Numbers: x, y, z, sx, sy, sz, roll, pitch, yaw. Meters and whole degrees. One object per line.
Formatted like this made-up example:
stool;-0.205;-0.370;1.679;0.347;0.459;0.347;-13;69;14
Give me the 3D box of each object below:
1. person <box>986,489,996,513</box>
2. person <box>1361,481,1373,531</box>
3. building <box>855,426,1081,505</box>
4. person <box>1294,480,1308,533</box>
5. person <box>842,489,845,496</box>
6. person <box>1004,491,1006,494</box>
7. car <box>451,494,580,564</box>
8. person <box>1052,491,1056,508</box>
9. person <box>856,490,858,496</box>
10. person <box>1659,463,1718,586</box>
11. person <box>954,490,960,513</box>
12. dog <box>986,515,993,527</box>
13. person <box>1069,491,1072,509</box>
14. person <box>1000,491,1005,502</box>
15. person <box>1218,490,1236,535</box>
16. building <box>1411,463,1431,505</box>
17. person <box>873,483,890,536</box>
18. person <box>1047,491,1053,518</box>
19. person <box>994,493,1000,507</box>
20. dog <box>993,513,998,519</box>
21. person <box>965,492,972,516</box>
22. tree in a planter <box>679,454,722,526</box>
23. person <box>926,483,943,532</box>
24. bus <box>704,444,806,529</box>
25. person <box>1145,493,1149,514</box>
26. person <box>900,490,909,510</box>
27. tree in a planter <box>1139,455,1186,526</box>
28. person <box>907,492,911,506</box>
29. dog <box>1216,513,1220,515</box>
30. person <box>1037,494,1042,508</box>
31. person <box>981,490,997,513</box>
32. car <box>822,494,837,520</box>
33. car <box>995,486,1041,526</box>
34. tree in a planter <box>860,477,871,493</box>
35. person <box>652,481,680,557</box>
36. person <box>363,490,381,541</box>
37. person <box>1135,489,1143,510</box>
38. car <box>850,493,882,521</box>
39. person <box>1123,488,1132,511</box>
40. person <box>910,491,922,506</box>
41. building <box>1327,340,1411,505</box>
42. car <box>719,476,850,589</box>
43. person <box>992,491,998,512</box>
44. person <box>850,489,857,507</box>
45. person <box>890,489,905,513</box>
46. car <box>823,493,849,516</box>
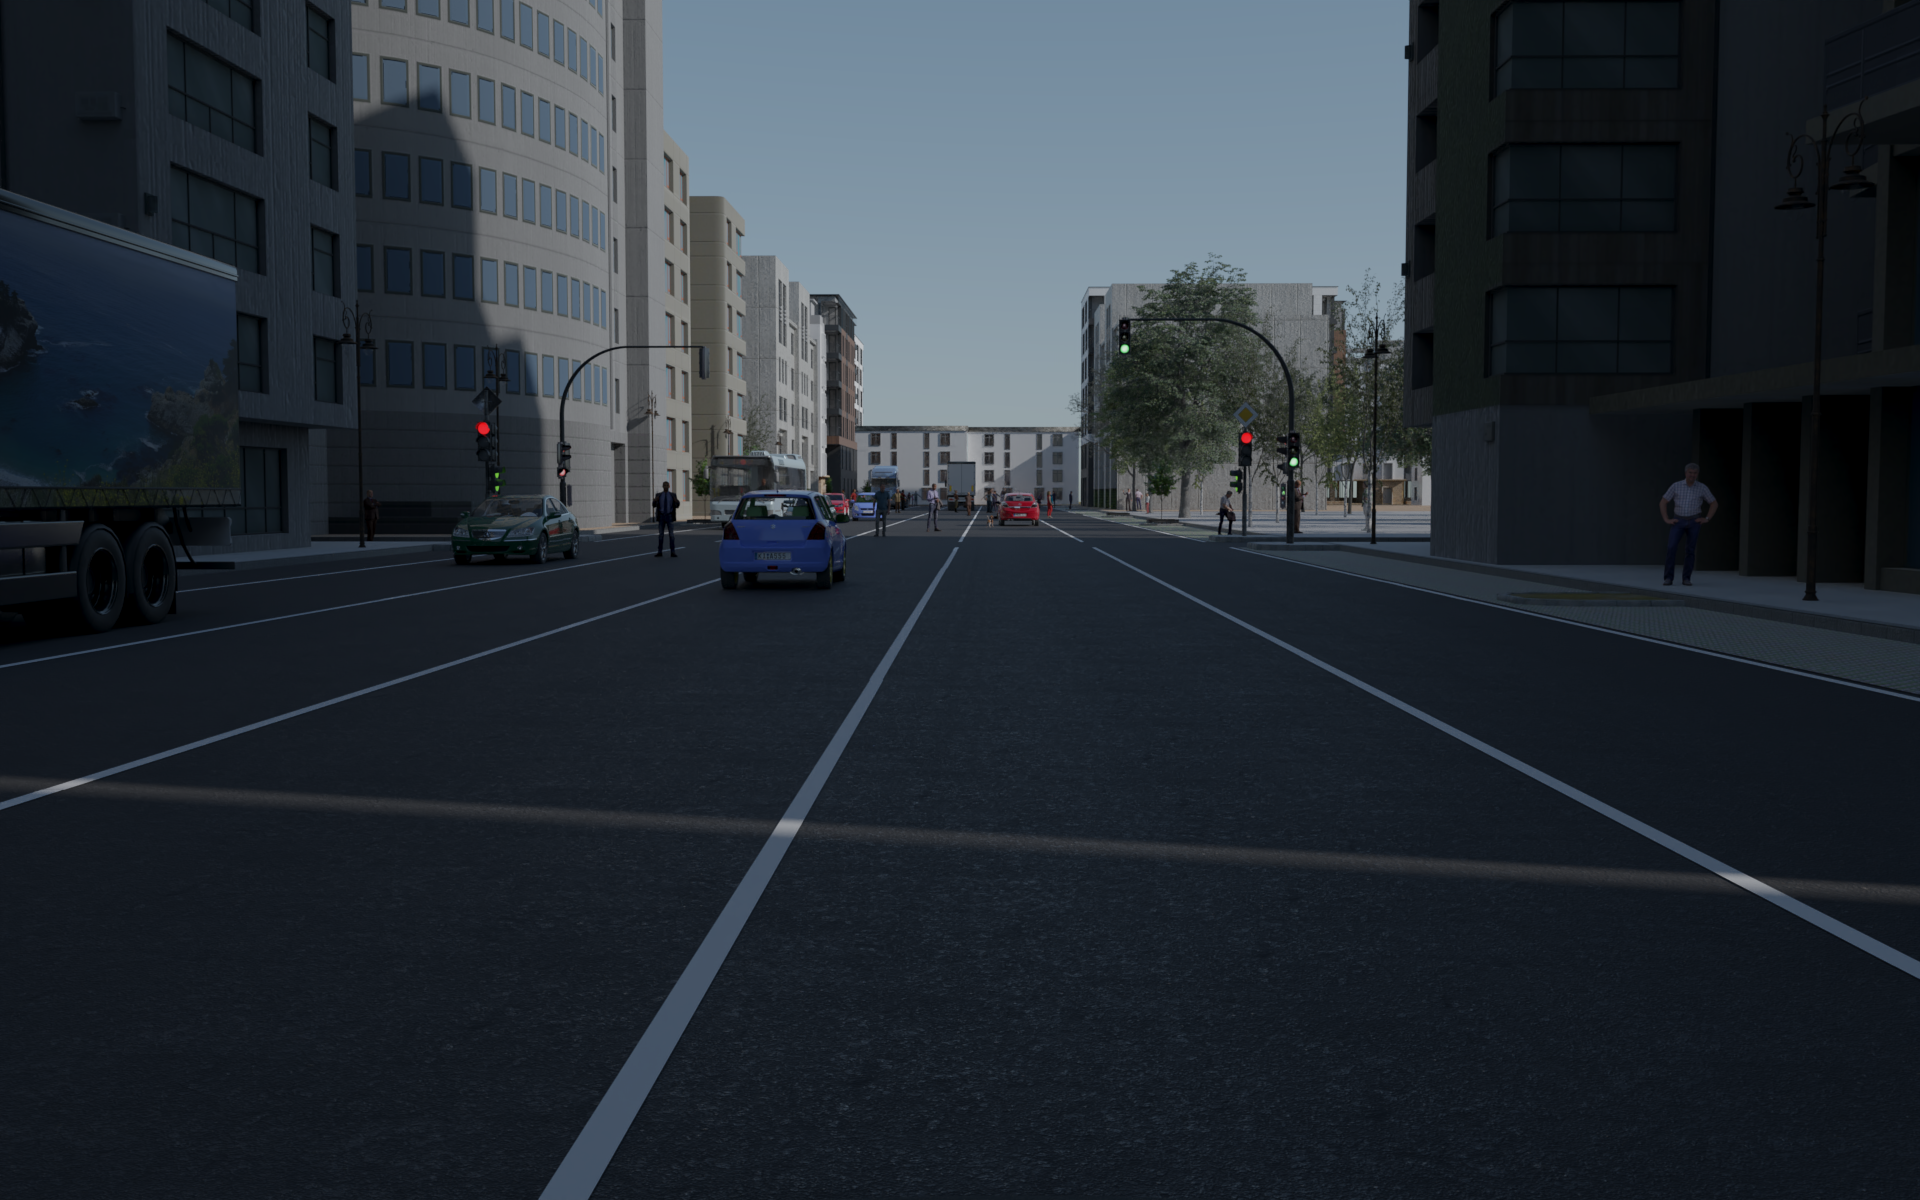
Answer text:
person;2.357;-7.672;133.930;0.705;1.826;1.348;3;4;38
person;14.294;-3.300;60.726;0.376;1.734;0.841;3;4;37
building;0.957;-16.808;216.959;28.070;9.664;9.099;0;4;1
person;11.011;-3.035;56.344;0.600;1.739;0.565;0;4;-2
person;-9.658;-8.220;142.918;0.705;1.821;1.348;0;4;-4
person;4.845;-10.765;185.224;1.217;1.743;0.721;-3;4;-38
car;-9.434;-1.543;37.033;2.131;1.459;4.920;0;4;1
person;9.488;-10.311;177.537;0.568;1.767;0.683;2;4;31
person;-11.604;-11.563;196.039;0.436;1.711;0.756;-1;4;-20
person;10.191;-1.057;24.271;0.756;1.711;0.436;2;4;29
person;-0.226;-7.681;134.601;0.721;1.766;1.217;1;4;14
dog;1.291;-3.406;74.976;0.406;0.507;0.540;-1;4;-17
person;10.198;-9.171;159.357;0.530;1.710;0.541;2;4;33
person;4.126;-9.696;167.693;0.551;1.740;0.621;-3;4;-37
person;9.174;-2.984;59.496;0.590;1.554;0.614;3;4;38
building;66.074;-15.723;199.225;28.070;9.664;9.099;0;4;1
person;-2.665;-3.057;58.615;0.598;1.807;0.434;1;4;10
person;5.471;-5.816;105.290;0.444;1.614;0.593;1;4;12
person;3.973;-11.329;193.817;1.348;1.812;0.705;1;4;16
dog;2.115;-4.837;99.270;0.550;0.427;0.748;-1;4;-10
person;0.527;-6.380;115.082;0.482;1.546;0.388;-2;4;-24
tree in a planter;-11.470;-4.929;77.817;1.991;3.239;1.994;0;4;1
person;-0.946;-3.537;66.198;0.709;1.838;0.599;-3;5;-42
bus;-8.570;-4.861;74.329;2.948;3.499;13.247;0;4;1
person;12.134;-6.267;112.415;0.340;1.345;0.435;-1;4;-13
person;-4.997;-8.828;152.804;0.705;1.831;1.348;-3;4;-39
tree in a planter;9.136;-4.963;78.368;1.991;3.239;1.994;0;4;1
person;-6.065;-11.874;204.111;0.593;1.643;0.415;-3;4;-36
dog;15.622;-5.267;103.845;0.550;0.427;0.748;-1;4;-17
person;8.258;-10.229;178.971;0.421;1.427;0.697;-2;4;-26
person;2.180;-7.455;131.116;1.217;1.735;0.721;0;4;8
car;-5.764;-3.485;66.773;2.009;1.686;4.222;0;4;2
car;2.664;-4.282;79.056;2.155;1.783;4.494;0;3;0
tree in a planter;-9.718;-11.326;182.404;1.991;3.239;1.994;0;4;1
person;-6.676;-1.835;39.326;0.655;1.722;0.431;0;4;-1
person;-16.712;-2.354;49.263;0.388;1.546;0.482;2;4;34
person;14.218;-8.040;138.440;0.756;1.711;0.436;0;4;-1
car;-4.879;-5.080;92.652;1.945;1.707;3.694;0;4;-1
person;12.892;-7.737;133.344;0.742;1.727;0.445;-3;5;-40
person;-5.098;-11.732;200.397;1.350;1.814;0.705;0;4;8
building;49.044;-22.189;219.206;11.380;20.091;16.016;0;4;1
car;-2.745;-1.091;27.429;1.945;1.707;3.694;0;4;1
person;2.723;-7.834;137.510;0.530;1.710;0.541;-2;4;-35
person;-8.319;-7.830;136.452;0.705;1.831;1.348;2;4;28
person;-4.702;-7.479;130.878;1.348;1.812;0.705;-2;4;-32
car;-8.134;-6.233;110.943;2.155;1.783;4.494;0;4;1
